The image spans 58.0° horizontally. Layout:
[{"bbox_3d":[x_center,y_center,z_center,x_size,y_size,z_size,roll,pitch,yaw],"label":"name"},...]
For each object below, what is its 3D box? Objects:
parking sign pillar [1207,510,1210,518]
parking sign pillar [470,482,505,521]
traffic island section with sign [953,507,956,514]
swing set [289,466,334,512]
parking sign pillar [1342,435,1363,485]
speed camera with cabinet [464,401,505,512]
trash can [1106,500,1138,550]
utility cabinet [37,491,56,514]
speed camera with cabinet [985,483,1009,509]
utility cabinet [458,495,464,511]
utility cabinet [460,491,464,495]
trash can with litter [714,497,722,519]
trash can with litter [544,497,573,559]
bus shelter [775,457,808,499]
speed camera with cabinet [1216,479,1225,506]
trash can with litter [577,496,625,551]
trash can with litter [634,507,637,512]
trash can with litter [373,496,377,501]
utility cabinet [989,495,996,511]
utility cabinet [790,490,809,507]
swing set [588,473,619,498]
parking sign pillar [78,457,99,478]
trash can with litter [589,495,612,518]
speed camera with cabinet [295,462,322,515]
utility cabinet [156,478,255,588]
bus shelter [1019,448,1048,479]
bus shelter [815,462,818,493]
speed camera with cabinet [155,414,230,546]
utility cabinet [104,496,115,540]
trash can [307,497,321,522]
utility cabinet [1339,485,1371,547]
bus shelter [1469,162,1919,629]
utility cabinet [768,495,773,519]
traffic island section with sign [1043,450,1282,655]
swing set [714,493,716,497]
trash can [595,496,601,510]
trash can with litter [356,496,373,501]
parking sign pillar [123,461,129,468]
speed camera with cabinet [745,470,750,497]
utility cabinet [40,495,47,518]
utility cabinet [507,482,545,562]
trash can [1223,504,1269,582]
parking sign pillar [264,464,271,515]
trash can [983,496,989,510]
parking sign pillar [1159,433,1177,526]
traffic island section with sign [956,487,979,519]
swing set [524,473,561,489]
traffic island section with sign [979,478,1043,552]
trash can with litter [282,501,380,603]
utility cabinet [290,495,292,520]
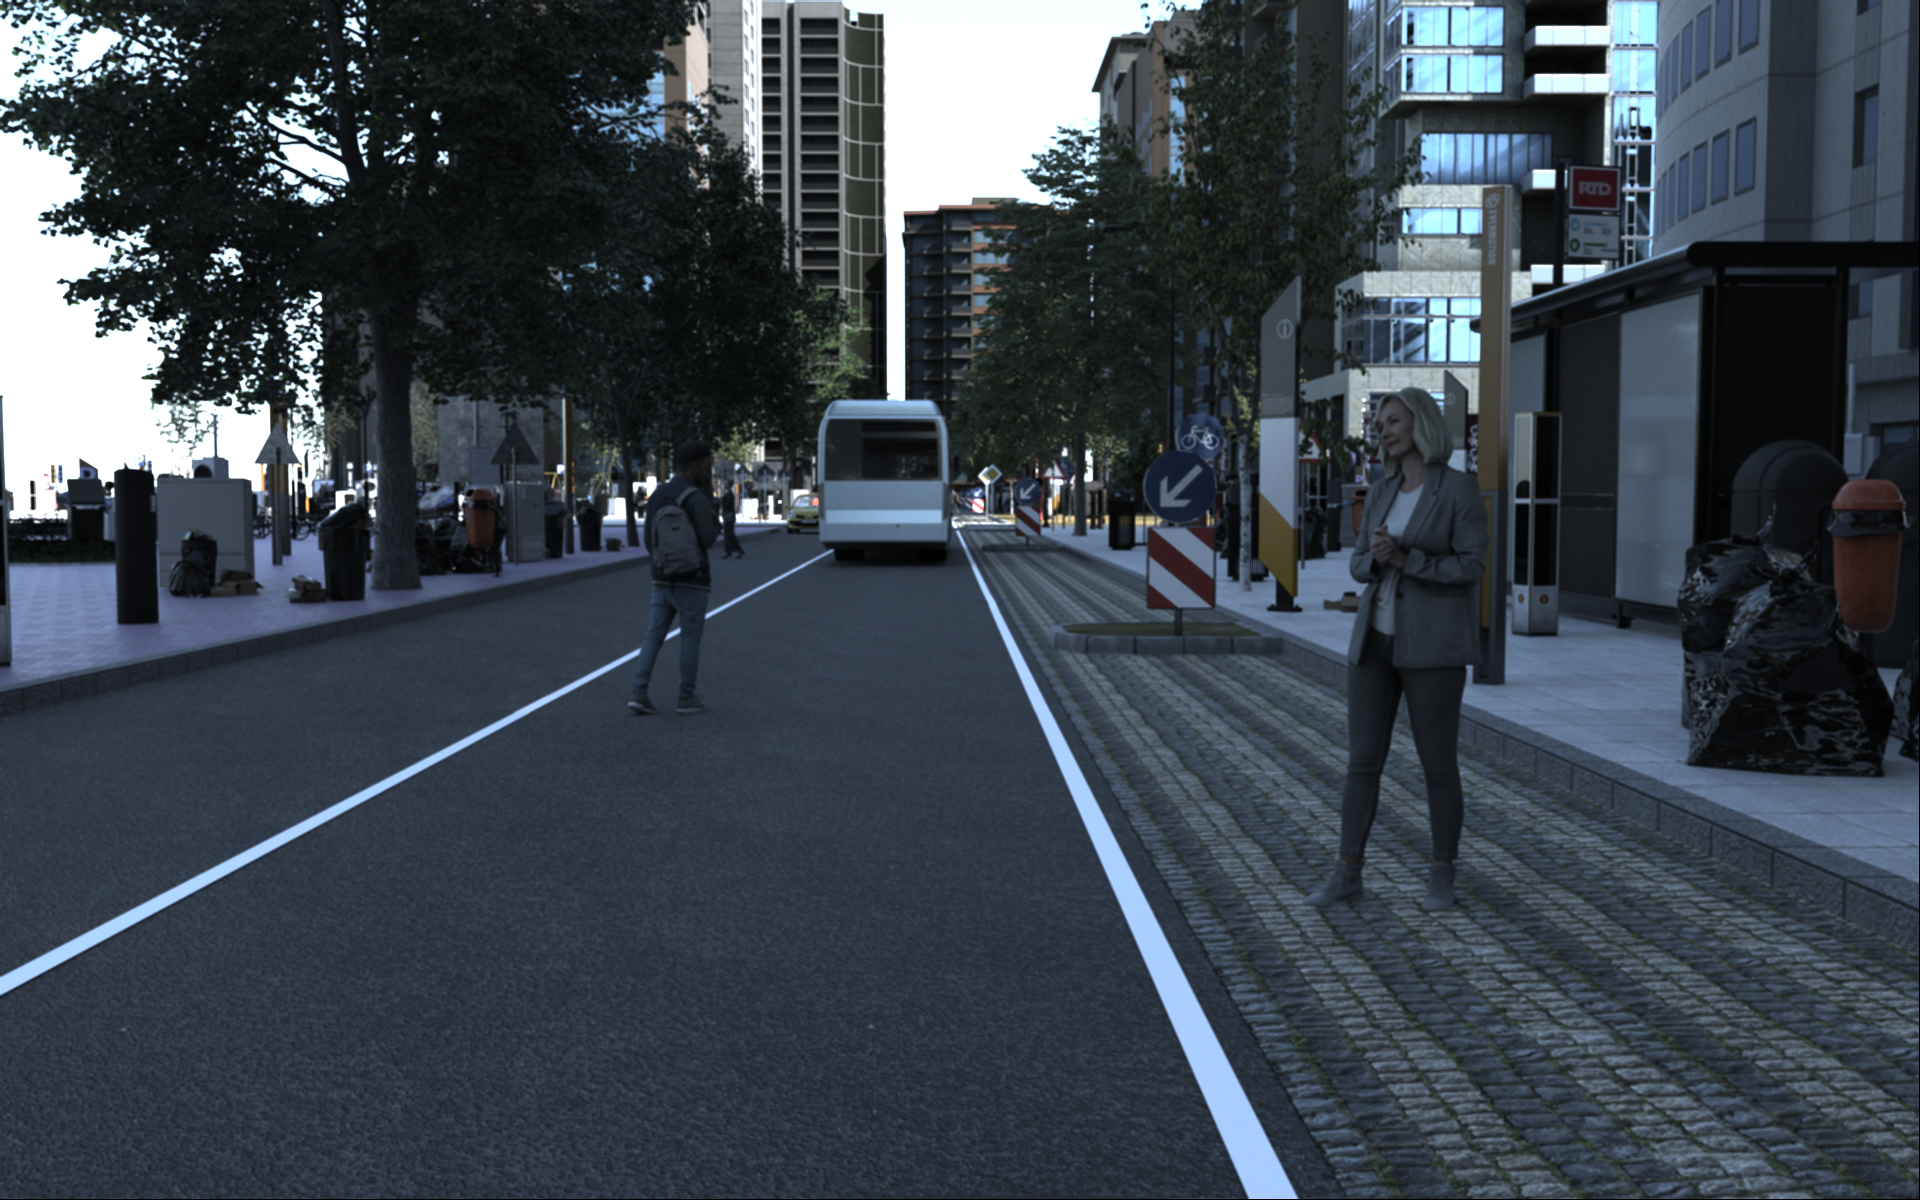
[{"bbox_3d":[12.843,-6.416,93.381,1.447,3.967,1.447,-2,4,-31],"label":"parking sign pillar"},{"bbox_3d":[-16.795,-4.473,61.613,1.447,3.967,1.447,1,4,23],"label":"parking sign pillar"},{"bbox_3d":[0.581,-7.192,126.213,1.989,1.847,2.006,0,4,-1],"label":"traffic island section with sign"},{"bbox_3d":[-36.065,-5.989,95.547,3.119,2.851,2.862,-1,4,-14],"label":"swing set"},{"bbox_3d":[17.779,-5.500,78.396,1.447,3.967,1.447,-1,4,-12],"label":"parking sign pillar"},{"bbox_3d":[-9.000,-2.352,32.794,0.660,3.252,2.038,-1,4,-11],"label":"speed camera with cabinet"},{"bbox_3d":[3.720,-1.719,39.767,0.748,1.137,0.748,0,3,0],"label":"trash can"},{"bbox_3d":[-58.595,-6.254,110.932,0.318,1.500,1.173,3,4,37],"label":"utility cabinet"},{"bbox_3d":[3.125,-9.289,146.217,2.038,3.252,0.660,-1,4,-11],"label":"speed camera with cabinet"},{"bbox_3d":[-35.623,-6.899,123.952,0.306,1.237,1.020,1,4,14],"label":"utility cabinet"},{"bbox_3d":[-40.609,-8.208,142.873,0.318,1.500,1.173,3,5,39],"label":"utility cabinet"},{"bbox_3d":[-10.773,-3.909,75.291,0.624,1.170,1.055,2,4,25],"label":"trash can with litter"},{"bbox_3d":[-8.149,-1.404,34.344,0.624,1.170,1.055,0,4,8],"label":"trash can with litter"},{"bbox_3d":[-10.952,-7.412,112.474,1.731,3.624,6.357,0,4,0],"label":"bus shelter"},{"bbox_3d":[14.766,-6.386,98.750,0.660,3.252,2.038,-3,5,-43],"label":"speed camera with cabinet"},{"bbox_3d":[-8.086,-1.691,39.027,1.055,1.170,0.624,0,4,1],"label":"trash can with litter"},{"bbox_3d":[-22.875,-6.713,121.147,0.624,1.170,1.055,1,4,18],"label":"trash can with litter"},{"bbox_3d":[-32.699,-5.276,97.648,0.624,1.170,1.055,0,4,4],"label":"trash can with litter"},{"bbox_3d":[2.440,-7.250,129.707,0.306,1.237,1.020,1,4,21],"label":"utility cabinet"},{"bbox_3d":[-8.407,-5.026,90.852,0.318,1.500,1.173,2,4,35],"label":"utility cabinet"},{"bbox_3d":[-26.569,-8.016,128.682,2.862,2.851,3.119,-1,4,-22],"label":"swing set"},{"bbox_3d":[-62.740,-8.333,124.714,1.447,3.967,1.447,-1,4,-13],"label":"parking sign pillar"},{"bbox_3d":[-19.678,-5.019,93.119,2.233,1.210,1.678,3,4,39],"label":"trash can with litter"},{"bbox_3d":[-40.380,-6.914,107.372,0.660,3.252,2.038,2,4,35],"label":"speed camera with cabinet"},{"bbox_3d":[-10.198,-0.902,23.435,1.173,1.500,0.318,0,4,0],"label":"utility cabinet"},{"bbox_3d":[4.971,-8.393,114.862,2.179,5.291,8.768,0,4,-1],"label":"bus shelter"},{"bbox_3d":[-9.108,-8.002,122.117,1.731,3.624,6.357,0,4,0],"label":"bus shelter"},{"bbox_3d":[-19.118,-2.971,42.919,2.038,3.252,0.660,1,4,18],"label":"speed camera with cabinet"},{"bbox_3d":[-22.346,-2.079,45.151,1.020,1.237,0.306,2,4,35],"label":"utility cabinet"},{"bbox_3d":[-29.900,-4.201,80.335,0.748,1.137,0.748,0,3,0],"label":"trash can"},{"bbox_3d":[9.502,-2.014,41.608,1.173,1.500,0.318,-2,4,-27],"label":"utility cabinet"},{"bbox_3d":[7.047,-2.513,18.713,2.179,5.291,8.768,0,4,0],"label":"bus shelter"},{"bbox_3d":[-9.985,-4.901,91.286,0.306,1.237,1.020,0,4,-6],"label":"utility cabinet"},{"bbox_3d":[1.860,-0.469,16.300,1.989,1.847,2.006,0,4,-1],"label":"traffic island section with sign"},{"bbox_3d":[-16.705,-6.796,108.741,2.862,2.851,3.119,1,4,17],"label":"swing set"},{"bbox_3d":[-24.474,-6.488,117.726,0.748,1.137,0.748,0,3,0],"label":"trash can"},{"bbox_3d":[-33.552,-5.234,96.968,0.624,1.170,1.055,0,4,3],"label":"trash can with litter"},{"bbox_3d":[-67.956,-9.376,141.767,1.447,3.967,1.447,0,4,-4],"label":"parking sign pillar"},{"bbox_3d":[-17.705,-8.901,139.863,2.038,3.252,0.660,-1,4,-10],"label":"speed camera with cabinet"},{"bbox_3d":[-48.495,-4.924,91.676,0.306,1.237,1.020,-2,4,-27],"label":"utility cabinet"},{"bbox_3d":[-8.223,-1.480,32.885,0.318,1.500,1.173,0,4,7],"label":"utility cabinet"},{"bbox_3d":[4.259,-0.851,25.573,0.748,1.137,0.748,0,3,0],"label":"trash can"},{"bbox_3d":[-42.360,-7.255,107.090,1.447,3.967,1.447,2,4,30],"label":"parking sign pillar"},{"bbox_3d":[2.179,-7.762,138.561,0.748,1.137,0.748,0,3,0],"label":"trash can"},{"bbox_3d":[8.335,-4.744,66.031,1.447,3.967,1.447,-1,4,-19],"label":"parking sign pillar"},{"bbox_3d":[0.912,-5.523,98.934,1.989,1.847,2.006,0,4,-1],"label":"traffic island section with sign"},{"bbox_3d":[-31.277,-7.992,128.288,3.119,2.851,2.862,1,4,16],"label":"swing set"},{"bbox_3d":[1.548,-2.118,43.253,1.989,1.847,2.006,0,4,-1],"label":"traffic island section with sign"},{"bbox_3d":[-7.518,-0.570,20.701,0.624,1.170,1.055,2,4,31],"label":"trash can with litter"},{"bbox_3d":[-29.385,-3.940,75.575,0.306,1.237,1.020,-1,4,-11],"label":"utility cabinet"}]
